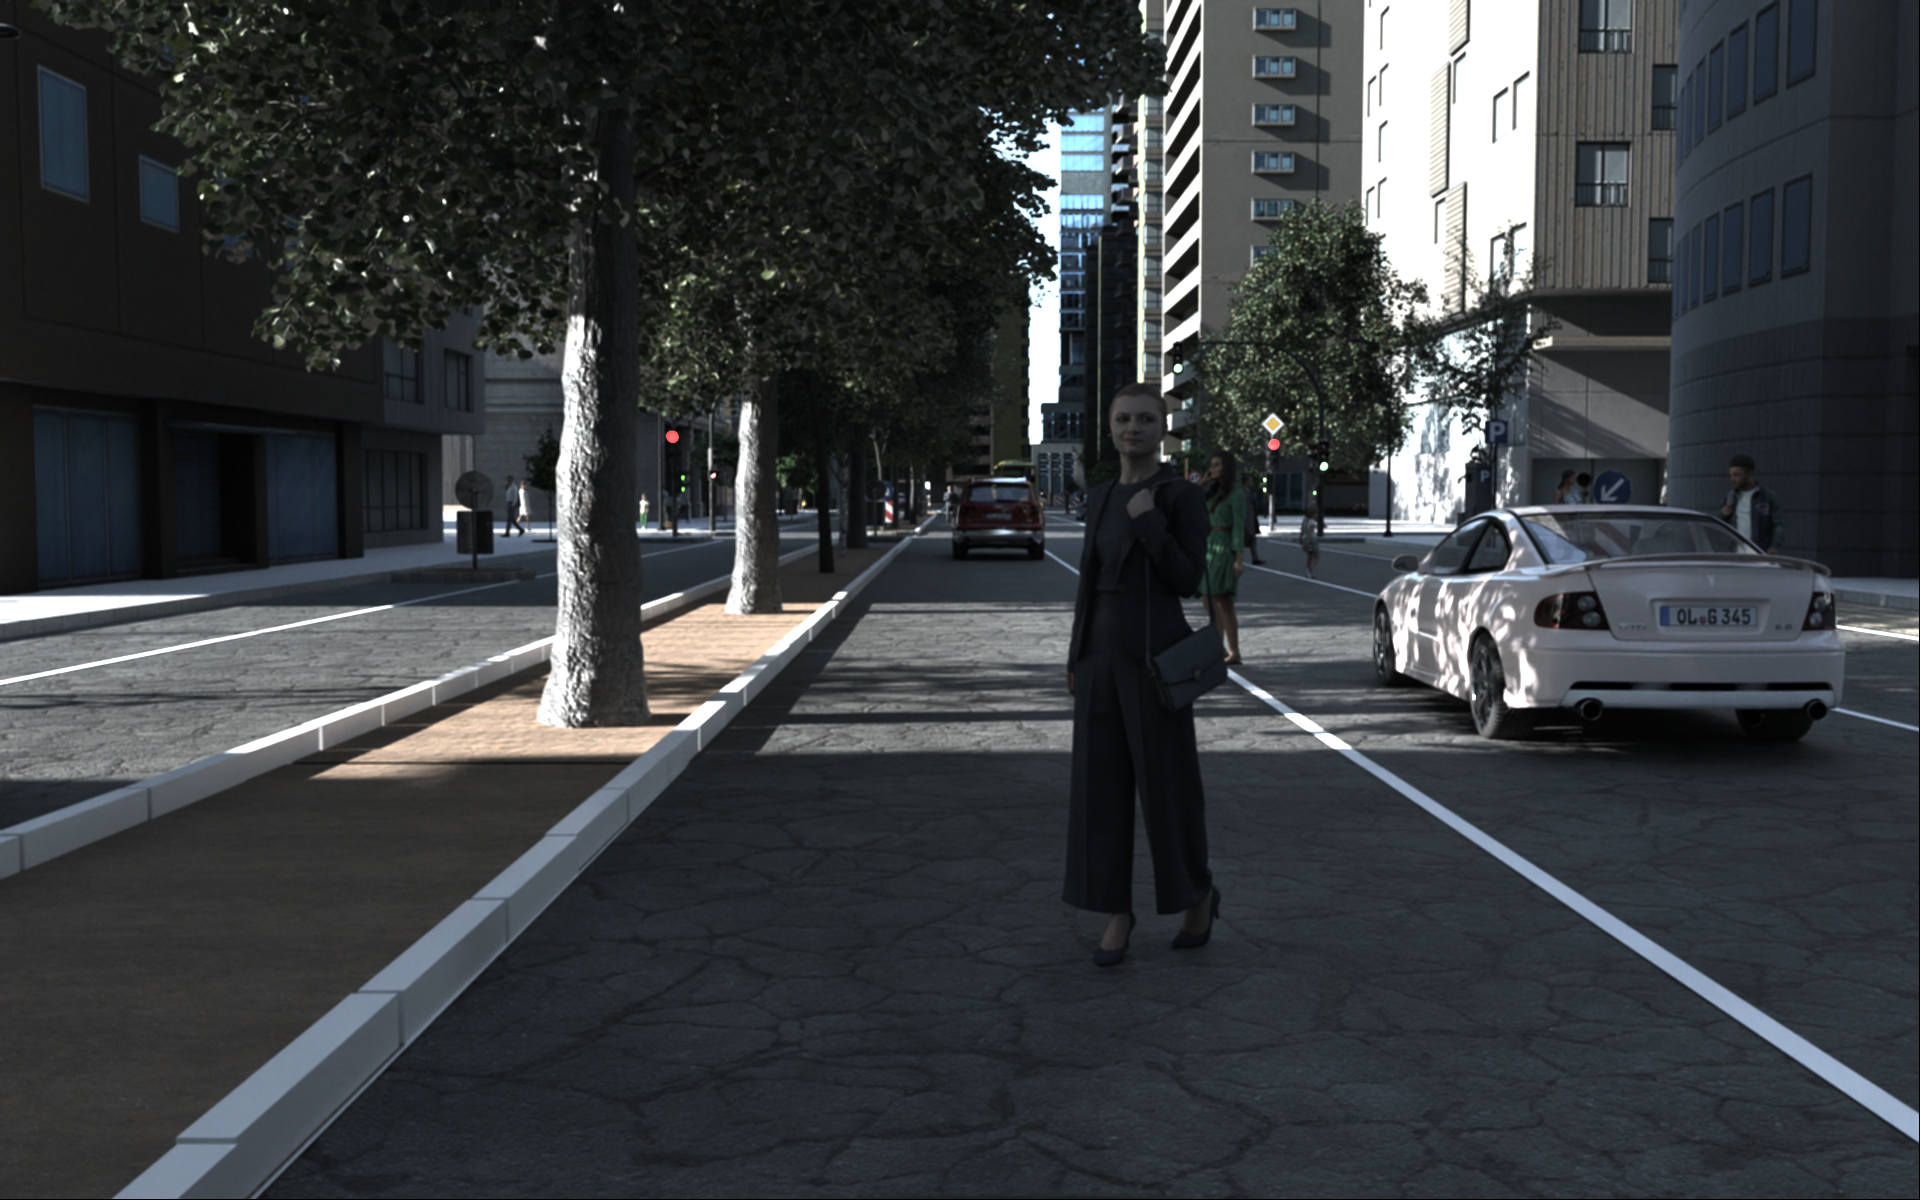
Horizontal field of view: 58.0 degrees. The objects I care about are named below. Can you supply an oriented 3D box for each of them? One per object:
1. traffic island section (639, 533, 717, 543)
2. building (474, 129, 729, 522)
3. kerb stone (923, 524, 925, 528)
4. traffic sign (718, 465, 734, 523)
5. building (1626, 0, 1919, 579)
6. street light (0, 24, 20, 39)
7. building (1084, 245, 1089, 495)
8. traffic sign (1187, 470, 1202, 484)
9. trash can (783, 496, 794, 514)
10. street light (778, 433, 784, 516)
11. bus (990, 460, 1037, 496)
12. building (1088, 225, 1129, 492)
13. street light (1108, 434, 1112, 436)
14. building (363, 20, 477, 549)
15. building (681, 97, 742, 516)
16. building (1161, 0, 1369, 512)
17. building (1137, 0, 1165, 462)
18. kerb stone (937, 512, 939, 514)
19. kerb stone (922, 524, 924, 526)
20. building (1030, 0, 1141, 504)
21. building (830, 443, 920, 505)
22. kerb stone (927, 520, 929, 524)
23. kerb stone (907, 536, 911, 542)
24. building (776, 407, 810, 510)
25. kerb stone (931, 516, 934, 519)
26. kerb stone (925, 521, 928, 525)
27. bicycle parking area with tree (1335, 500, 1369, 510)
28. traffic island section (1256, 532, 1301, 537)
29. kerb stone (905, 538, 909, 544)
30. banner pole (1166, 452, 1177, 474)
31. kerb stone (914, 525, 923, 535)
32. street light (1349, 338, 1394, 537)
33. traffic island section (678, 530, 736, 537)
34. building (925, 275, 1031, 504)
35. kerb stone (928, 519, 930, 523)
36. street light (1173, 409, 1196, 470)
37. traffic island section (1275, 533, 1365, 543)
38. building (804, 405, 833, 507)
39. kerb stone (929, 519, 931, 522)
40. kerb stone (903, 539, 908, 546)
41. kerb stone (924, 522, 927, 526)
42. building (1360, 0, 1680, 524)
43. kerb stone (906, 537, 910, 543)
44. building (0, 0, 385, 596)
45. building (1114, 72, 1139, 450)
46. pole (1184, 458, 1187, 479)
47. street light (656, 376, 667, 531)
[{"bbox_3d":[-8.548,-1.808,51.845,2.009,0.180,2.903,0,3,0],"label":"traffic island section"},{"bbox_3d":[-18.161,-14.078,81.081,10.553,20.767,40.483,0,3,0],"label":"building"},{"bbox_3d":[-1.552,-2.805,68.064,0.120,0.150,1.000,0,3,0],"label":"kerb stone"},{"bbox_3d":[-10.339,-4.667,76.408,0.768,2.556,0.104,0,4,7],"label":"traffic sign"},{"bbox_3d":[23.651,-29.655,26.861,21.231,58.520,28.212,0,3,0],"label":"building"},{"bbox_3d":[-9.999,-2.737,17.283,1.470,5.913,1.316,0,3,0],"label":"street light"},{"bbox_3d":[21.367,-26.312,201.898,14.160,30.474,14.107,0,3,0],"label":"building"},{"bbox_3d":[12.528,-5.654,92.549,0.768,2.556,0.104,1,4,8],"label":"traffic sign"},{"bbox_3d":[-10.403,-5.738,105.465,0.748,1.137,0.748,0,3,0],"label":"trash can"},{"bbox_3d":[-10.010,-7.898,101.666,1.470,5.913,1.316,0,3,0],"label":"street light"},{"bbox_3d":[3.884,-8.201,125.633,2.896,3.916,12.252,0,4,-2],"label":"bus"},{"bbox_3d":[21.813,-25.451,187.817,14.160,30.474,14.107,0,3,0],"label":"building"},{"bbox_3d":[12.224,-9.929,134.875,1.470,5.913,1.316,0,3,0],"label":"street light"},{"bbox_3d":[-19.763,-21.910,41.830,14.086,41.232,14.154,0,3,0],"label":"building"},{"bbox_3d":[-19.685,-19.929,111.750,13.634,28.700,20.117,0,3,0],"label":"building"},{"bbox_3d":[26.141,-30.441,121.405,21.300,48.544,21.600,0,3,0],"label":"building"},{"bbox_3d":[21.636,-28.174,144.246,14.154,41.232,14.086,0,3,0],"label":"building"},{"bbox_3d":[-1.591,-5.376,110.138,0.120,0.150,1.000,0,3,0],"label":"kerb stone"},{"bbox_3d":[-1.554,-2.743,67.042,0.120,0.150,1.000,0,3,0],"label":"kerb stone"},{"bbox_3d":[24.617,-56.057,229.211,31.000,86.520,22.319,0,3,0],"label":"building"},{"bbox_3d":[-18.775,-39.425,233.833,27.495,52.752,28.713,0,3,0],"label":"building"},{"bbox_3d":[-1.560,-3.372,77.324,0.120,0.150,1.000,0,3,0],"label":"kerb stone"},{"bbox_3d":[-1.535,-1.644,49.080,0.120,0.150,1.000,0,3,0],"label":"kerb stone"},{"bbox_3d":[-23.960,-30.268,149.510,22.147,44.769,28.867,0,3,0],"label":"building"},{"bbox_3d":[-1.568,-4.118,89.614,0.120,0.150,1.000,0,3,0],"label":"kerb stone"},{"bbox_3d":[-1.553,-3.181,74.254,0.120,0.150,1.000,0,3,0],"label":"kerb stone"},{"bbox_3d":[27.763,-7.281,106.039,8.231,4.147,9.016,-2,4,-23],"label":"bicycle parking area with tree"},{"bbox_3d":[10.787,-2.297,59.841,2.009,0.180,2.903,0,3,0],"label":"traffic island section"},{"bbox_3d":[-1.535,-1.519,47.027,0.120,0.150,1.000,0,3,0],"label":"kerb stone"},{"bbox_3d":[12.501,-6.889,102.657,0.863,3.779,0.401,-1,4,-16],"label":"banner pole"},{"bbox_3d":[-1.548,-2.617,64.983,0.120,0.150,1.000,0,3,0],"label":"kerb stone"},{"bbox_3d":[12.291,-4.843,51.730,1.470,5.913,1.316,0,3,0],"label":"street light"},{"bbox_3d":[-8.555,-2.297,59.830,2.009,0.180,2.903,0,3,0],"label":"traffic island section"},{"bbox_3d":[2.032,-27.863,227.261,14.107,30.474,14.160,0,3,0],"label":"building"},{"bbox_3d":[-1.552,-3.495,79.373,0.120,0.150,1.000,0,3,0],"label":"kerb stone"},{"bbox_3d":[12.242,-7.443,94.230,1.470,5.913,1.316,0,3,0],"label":"street light"},{"bbox_3d":[10.793,-1.809,51.856,2.009,0.180,2.903,0,3,0],"label":"traffic island section"},{"bbox_3d":[-20.020,-31.858,170.990,14.600,45.320,14.200,0,3,0],"label":"building"},{"bbox_3d":[-1.558,-3.622,81.419,0.120,0.150,1.000,0,3,0],"label":"kerb stone"},{"bbox_3d":[-1.531,-1.456,46.001,0.120,0.150,1.000,0,3,0],"label":"kerb stone"},{"bbox_3d":[-1.555,-3.055,72.208,0.120,0.150,1.000,0,3,0],"label":"kerb stone"},{"bbox_3d":[33.462,-29.673,74.395,27.495,52.752,28.713,0,3,0],"label":"building"},{"bbox_3d":[-1.535,-1.582,48.058,0.120,0.150,1.000,0,3,0],"label":"kerb stone"},{"bbox_3d":[-18.608,-23.049,26.961,14.600,45.320,14.200,0,3,0],"label":"building"},{"bbox_3d":[26.430,-31.273,165.937,22.147,44.769,28.867,0,3,0],"label":"building"},{"bbox_3d":[12.816,-6.398,98.458,0.158,3.312,0.155,0,3,0],"label":"pole"},{"bbox_3d":[-9.898,-5.371,60.350,1.470,5.913,1.316,0,3,0],"label":"street light"}]
